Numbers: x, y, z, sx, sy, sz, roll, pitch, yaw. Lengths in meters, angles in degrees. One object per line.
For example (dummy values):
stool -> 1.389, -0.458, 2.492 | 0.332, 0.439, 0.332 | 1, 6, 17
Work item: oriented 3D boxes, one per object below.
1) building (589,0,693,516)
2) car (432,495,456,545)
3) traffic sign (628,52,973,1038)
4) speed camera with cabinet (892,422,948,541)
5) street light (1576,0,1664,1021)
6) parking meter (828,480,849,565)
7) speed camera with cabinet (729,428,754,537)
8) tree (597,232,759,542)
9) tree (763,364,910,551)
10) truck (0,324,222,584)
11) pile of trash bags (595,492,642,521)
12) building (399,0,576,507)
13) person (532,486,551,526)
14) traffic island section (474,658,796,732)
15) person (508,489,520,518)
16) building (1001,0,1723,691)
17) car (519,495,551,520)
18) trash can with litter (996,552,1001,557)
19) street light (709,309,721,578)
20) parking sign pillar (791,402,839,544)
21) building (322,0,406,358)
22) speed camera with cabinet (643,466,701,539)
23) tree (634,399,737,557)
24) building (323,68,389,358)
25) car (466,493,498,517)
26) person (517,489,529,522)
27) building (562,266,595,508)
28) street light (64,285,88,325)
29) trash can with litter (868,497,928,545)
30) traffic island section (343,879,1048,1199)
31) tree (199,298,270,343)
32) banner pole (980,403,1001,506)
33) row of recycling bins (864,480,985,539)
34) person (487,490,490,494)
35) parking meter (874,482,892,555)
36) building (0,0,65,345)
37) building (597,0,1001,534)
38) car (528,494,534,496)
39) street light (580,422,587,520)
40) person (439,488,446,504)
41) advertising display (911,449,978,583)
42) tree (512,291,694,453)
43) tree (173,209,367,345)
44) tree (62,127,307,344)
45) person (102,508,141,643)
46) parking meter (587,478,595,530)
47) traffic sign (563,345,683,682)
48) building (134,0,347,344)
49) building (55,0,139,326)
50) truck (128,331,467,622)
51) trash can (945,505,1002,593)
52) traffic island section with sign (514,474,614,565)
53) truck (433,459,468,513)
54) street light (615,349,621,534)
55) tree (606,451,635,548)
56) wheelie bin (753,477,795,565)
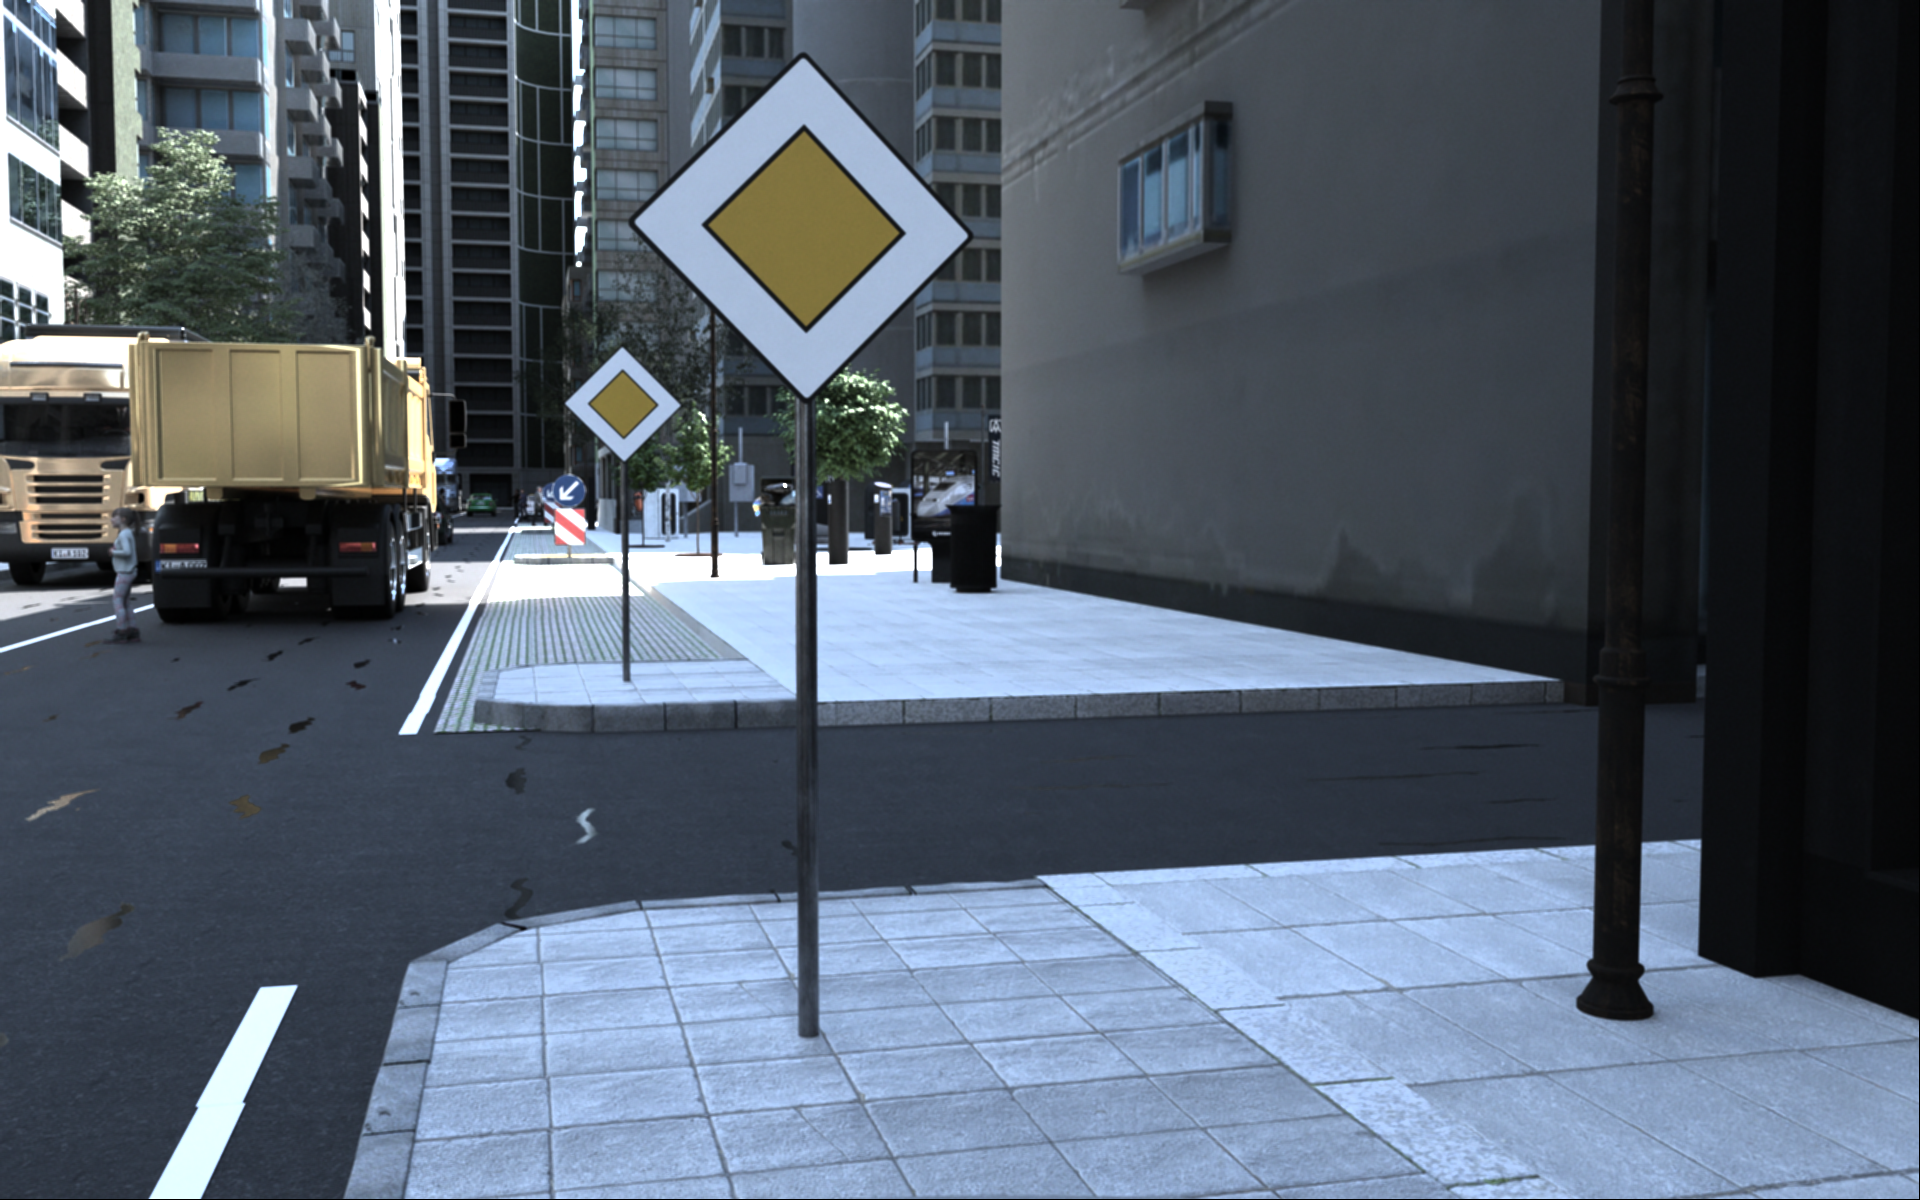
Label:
building -> -13.118, -25.157, 94.906 | 14.154, 41.232, 14.086 | -1, 4, -14
car -> -15.521, -2.440, 49.681 | 2.009, 1.686, 4.222 | -1, 4, -13
traffic sign -> -0.362, -0.025, 4.045 | 0.795, 2.450, 0.064 | -1, 4, -14
speed camera with cabinet -> -1.086, -3.261, 47.646 | 2.038, 3.252, 0.660 | 1, 4, 23
street light -> 1.628, -1.917, 4.128 | 0.468, 5.910, 1.993 | -1, 4, -14
parking meter -> -2.206, -1.406, 31.406 | 0.372, 1.533, 0.369 | 0, 3, 0
speed camera with cabinet -> -5.832, -3.511, 51.737 | 2.038, 3.252, 0.660 | 0, 4, 2
tree -> -7.595, -5.860, 46.166 | 4.360, 8.622, 3.978 | 0, 3, 0
tree -> -2.822, -3.423, 39.684 | 4.285, 4.588, 4.351 | 0, 3, 0
truck -> -14.710, -2.575, 31.017 | 2.839, 4.237, 11.283 | -1, 4, -14
pile of trash bags -> -16.130, -4.454, 82.575 | 1.912, 1.369, 3.447 | 2, 4, 25
building -> -48.957, -44.922, 172.732 | 20.611, 71.187, 20.563 | -1, 4, -14
person -> -18.665, -4.170, 77.072 | 0.834, 1.777, 0.661 | 0, 4, 3
traffic island section -> -2.264, 0.636, 11.879 | 2.009, 0.180, 2.903 | -1, 4, -14
person -> -26.447, -5.734, 103.066 | 1.217, 1.723, 0.721 | 3, 4, 36
building -> 11.851, -24.424, 23.030 | 21.600, 48.544, 21.300 | -1, 4, -14
car -> -23.616, -5.180, 97.059 | 2.083, 1.381, 4.827 | -1, 4, -16
trash can with litter -> 1.139, -1.515, 35.823 | 1.678, 1.210, 2.233 | 1, 4, 14
street light -> -3.741, -3.271, 26.264 | 0.468, 5.910, 1.993 | -1, 4, -14
parking sign pillar -> -3.721, -3.450, 44.875 | 1.447, 3.967, 1.447 | 0, 4, -3
building -> -59.075, -33.605, 138.674 | 27.495, 52.752, 28.713 | -1, 4, -14
speed camera with cabinet -> -8.285, -3.401, 49.936 | 0.660, 3.252, 2.038 | 2, 4, 28
tree -> -5.532, -2.507, 35.592 | 1.663, 3.219, 1.824 | 0, 3, 0
building -> -46.589, -21.125, 117.100 | 14.160, 30.474, 14.107 | -1, 4, -14
car -> -30.978, -6.321, 112.151 | 1.959, 1.807, 4.718 | -1, 4, -13
person -> -22.756, -4.939, 90.172 | 0.541, 1.710, 0.530 | 3, 5, 43
building -> -19.630, -18.569, 148.642 | 27.650, 21.520, 28.899 | -1, 4, -14
street light -> -19.584, -4.021, 38.538 | 0.468, 5.910, 1.993 | -1, 4, -14
trash can with litter -> -1.361, -2.021, 44.095 | 2.233, 1.210, 1.678 | -1, 4, -13
traffic island section -> -0.341, 1.110, 4.128 | 2.009, 0.180, 2.903 | -1, 4, -14
tree -> -26.917, -6.875, 62.773 | 4.360, 8.622, 3.978 | 0, 3, 0
banner pole -> 0.849, -3.547, 48.016 | 0.863, 3.779, 0.401 | -1, 4, -15
row of recycling bins -> -1.022, -2.604, 49.681 | 3.534, 1.692, 1.069 | -1, 4, -20
person -> -36.103, -7.528, 132.305 | 0.721, 1.735, 1.217 | 2, 4, 26
parking meter -> -1.615, -1.714, 36.436 | 0.372, 1.533, 0.369 | 0, 3, 0
building -> -88.168, -50.201, 133.460 | 31.000, 86.520, 22.319 | -1, 4, -14
building -> 2.628, -22.885, 66.046 | 32.217, 40.220, 23.993 | -1, 4, -14
car -> -37.323, -8.691, 152.316 | 2.015, 1.641, 3.980 | -1, 4, -14
street light -> -18.335, -6.854, 84.850 | 0.468, 5.910, 1.993 | -1, 4, -14
person -> -27.420, -5.068, 92.087 | 0.721, 1.735, 1.217 | -1, 4, -14
advertising display -> -0.223, -1.211, 25.017 | 0.974, 1.923, 0.123 | 1, 4, 9
tree -> -15.980, -8.844, 79.007 | 8.767, 10.594, 7.601 | -1, 4, -17
tree -> -30.225, -10.106, 75.607 | 12.009, 13.543, 11.850 | 0, 3, 0
tree -> -24.112, -8.298, 53.802 | 7.486, 12.596, 7.792 | 0, 3, 0
person -> -8.098, -0.241, 16.725 | 0.394, 1.301, 0.425 | -3, 5, -40
parking meter -> -13.209, -3.443, 61.997 | 0.255, 1.863, 0.399 | -1, 4, -18
traffic sign -> -2.285, -0.499, 11.796 | 0.795, 2.450, 0.064 | -1, 4, -14
building -> -46.044, -29.000, 93.756 | 23.786, 49.044, 30.456 | -1, 4, -14
building -> -37.113, -17.594, 59.360 | 14.160, 30.474, 14.107 | -1, 4, -14
truck -> -8.573, -1.667, 23.174 | 3.469, 3.379, 9.791 | -1, 4, -13
trash can -> 0.178, -0.673, 22.654 | 0.748, 1.137, 0.748 | 0, 3, 0
traffic island section with sign -> -8.189, -1.659, 35.758 | 1.989, 1.847, 2.006 | -1, 4, -14
truck -> -40.556, -9.000, 136.913 | 2.967, 4.110, 18.799 | -1, 4, -12
street light -> -10.962, -5.050, 55.357 | 0.468, 5.910, 1.993 | -1, 4, -14
tree -> -7.545, -2.885, 41.763 | 1.663, 3.219, 1.824 | 0, 3, 0
wheelie bin -> -3.264, -1.438, 31.425 | 0.980, 1.594, 0.693 | 0, 4, -6
